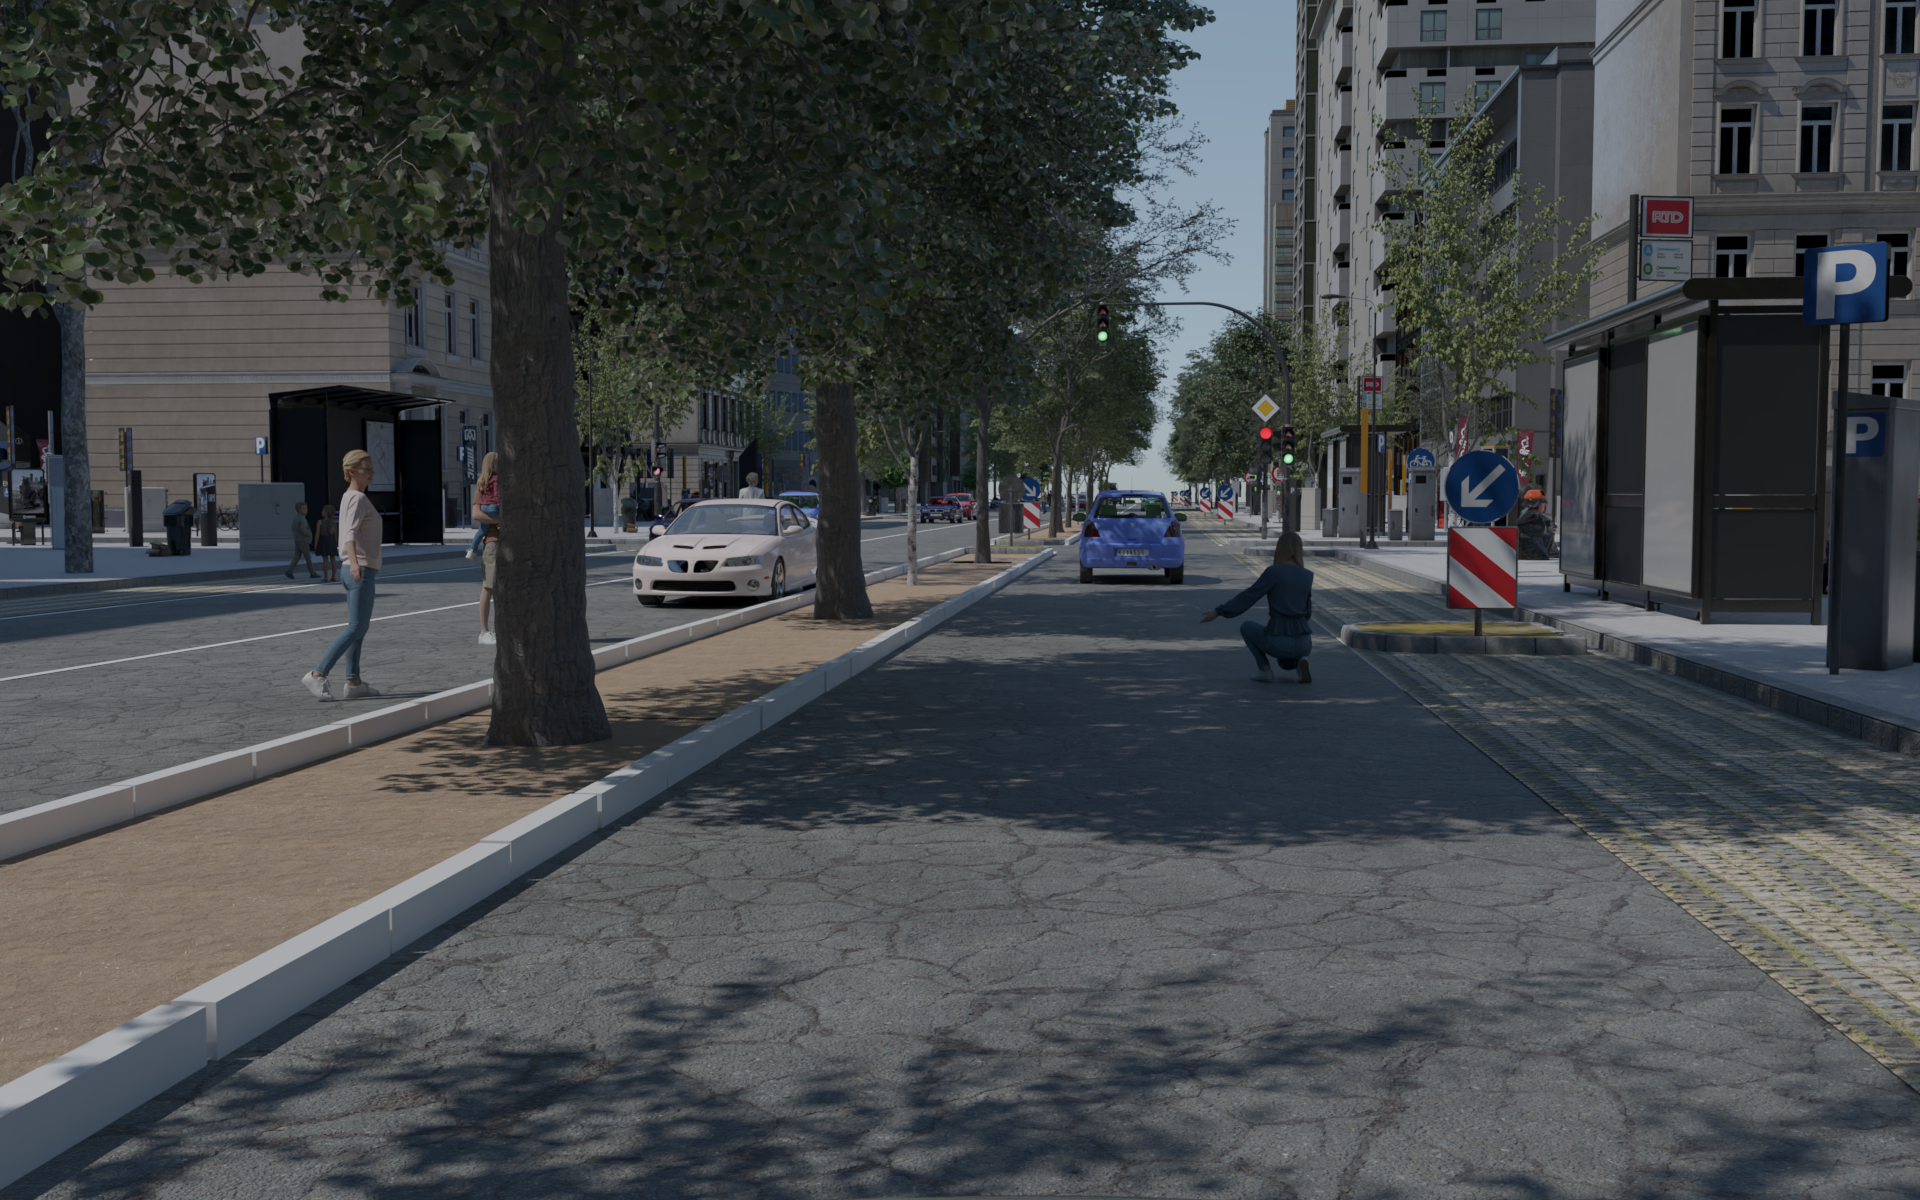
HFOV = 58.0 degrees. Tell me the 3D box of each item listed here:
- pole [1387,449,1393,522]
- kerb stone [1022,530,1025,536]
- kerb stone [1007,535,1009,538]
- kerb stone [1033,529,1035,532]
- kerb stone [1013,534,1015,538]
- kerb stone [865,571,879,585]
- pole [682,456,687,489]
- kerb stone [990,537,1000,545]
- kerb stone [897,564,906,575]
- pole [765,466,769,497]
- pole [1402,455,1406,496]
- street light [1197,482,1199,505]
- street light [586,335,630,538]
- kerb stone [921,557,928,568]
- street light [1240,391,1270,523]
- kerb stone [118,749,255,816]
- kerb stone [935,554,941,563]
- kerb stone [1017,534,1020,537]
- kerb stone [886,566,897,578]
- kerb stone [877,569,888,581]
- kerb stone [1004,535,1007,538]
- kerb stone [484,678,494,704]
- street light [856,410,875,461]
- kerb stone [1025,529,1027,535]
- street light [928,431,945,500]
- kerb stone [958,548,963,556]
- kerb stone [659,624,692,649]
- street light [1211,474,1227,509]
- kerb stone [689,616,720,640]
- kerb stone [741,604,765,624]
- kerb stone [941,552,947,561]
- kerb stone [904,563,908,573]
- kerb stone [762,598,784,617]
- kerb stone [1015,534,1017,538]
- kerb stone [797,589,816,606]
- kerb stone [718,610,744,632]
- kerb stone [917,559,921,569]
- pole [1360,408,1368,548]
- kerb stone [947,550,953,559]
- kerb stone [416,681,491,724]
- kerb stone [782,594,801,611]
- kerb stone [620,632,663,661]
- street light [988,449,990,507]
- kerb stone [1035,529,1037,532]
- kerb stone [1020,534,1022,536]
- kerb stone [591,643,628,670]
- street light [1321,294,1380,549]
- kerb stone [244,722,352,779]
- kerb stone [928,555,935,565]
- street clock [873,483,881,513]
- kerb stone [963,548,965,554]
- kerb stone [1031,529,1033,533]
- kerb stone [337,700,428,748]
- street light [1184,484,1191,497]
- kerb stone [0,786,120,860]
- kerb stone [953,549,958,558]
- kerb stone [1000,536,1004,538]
[{"bbox_3d":[19.474,-5.173,78.423,0.158,3.312,0.155,0,3,0],"label":"pole"},{"bbox_3d":[2.007,-2.223,58.659,0.120,0.150,1.000,0,4,6],"label":"kerb stone"},{"bbox_3d":[1.323,-1.856,52.546,0.120,0.150,1.000,0,4,6],"label":"kerb stone"},{"bbox_3d":[2.574,-2.540,63.742,0.120,0.150,1.000,0,4,6],"label":"kerb stone"},{"bbox_3d":[1.556,-1.980,54.584,0.120,0.150,1.000,0,4,6],"label":"kerb stone"},{"bbox_3d":[-1.471,-0.322,27.498,0.120,0.150,1.000,0,4,6],"label":"kerb stone"},{"bbox_3d":[-14.935,-6.121,93.916,0.158,3.312,0.155,0,3,0],"label":"pole"},{"bbox_3d":[0.974,-1.670,49.493,0.120,0.150,1.000,0,4,6],"label":"kerb stone"},{"bbox_3d":[-1.133,-0.510,30.564,0.120,0.150,1.000,0,4,6],"label":"kerb stone"},{"bbox_3d":[-12.232,-7.084,109.668,0.158,3.312,0.155,0,3,0],"label":"pole"},{"bbox_3d":[23.090,-5.886,90.086,0.158,3.312,0.155,0,3,0],"label":"pole"},{"bbox_3d":[21.850,-11.095,153.942,1.470,5.913,1.316,0,4,6],"label":"street light"},{"bbox_3d":[-10.291,-4.784,50.757,1.470,5.913,1.316,0,4,6],"label":"street light"},{"bbox_3d":[-0.790,-0.699,33.627,0.120,0.150,1.000,0,4,6],"label":"kerb stone"},{"bbox_3d":[13.308,-6.460,78.165,1.470,5.913,1.316,0,4,6],"label":"street light"},{"bbox_3d":[-3.637,0.860,8.132,0.120,0.150,1.000,0,4,6],"label":"kerb stone"},{"bbox_3d":[-0.560,-0.824,35.668,0.120,0.150,1.000,0,4,6],"label":"kerb stone"},{"bbox_3d":[1.780,-2.106,56.626,0.120,0.150,1.000,0,4,6],"label":"kerb stone"},{"bbox_3d":[-1.243,-0.449,29.530,0.120,0.150,1.000,0,4,6],"label":"kerb stone"},{"bbox_3d":[-1.367,-0.384,28.515,0.120,0.150,1.000,0,4,6],"label":"kerb stone"},{"bbox_3d":[1.209,-1.794,51.531,0.120,0.150,1.000,0,4,6],"label":"kerb stone"},{"bbox_3d":[-3.180,0.610,12.218,0.120,0.150,1.000,0,4,6],"label":"kerb stone"},{"bbox_3d":[-5.184,-7.564,96.212,1.470,5.913,1.316,0,4,6],"label":"street light"},{"bbox_3d":[2.127,-2.291,59.674,0.120,0.150,1.000,0,4,6],"label":"kerb stone"},{"bbox_3d":[-1.763,-9.478,127.505,1.470,5.913,1.316,0,4,6],"label":"street light"},{"bbox_3d":[-0.096,-1.074,39.752,0.120,0.150,1.000,0,4,6],"label":"kerb stone"},{"bbox_3d":[-2.734,0.362,16.291,0.120,0.150,1.000,0,4,6],"label":"kerb stone"},{"bbox_3d":[18.441,-9.221,123.298,1.470,5.913,1.316,0,4,6],"label":"street light"},{"bbox_3d":[-2.609,0.299,17.312,0.120,0.150,1.000,0,4,6],"label":"kerb stone"},{"bbox_3d":[-2.373,0.177,19.343,0.120,0.150,1.000,0,4,6],"label":"kerb stone"},{"bbox_3d":[-0.442,-0.885,36.688,0.120,0.150,1.000,0,4,6],"label":"kerb stone"},{"bbox_3d":[-1.012,-0.574,31.579,0.120,0.150,1.000,0,4,6],"label":"kerb stone"},{"bbox_3d":[-2.264,0.116,20.360,0.120,0.150,1.000,0,4,6],"label":"kerb stone"},{"bbox_3d":[1.662,-2.043,55.600,0.120,0.150,1.000,0,4,6],"label":"kerb stone"},{"bbox_3d":[-2.034,-0.012,22.391,0.120,0.150,1.000,0,4,6],"label":"kerb stone"},{"bbox_3d":[-2.490,0.243,18.328,0.120,0.150,1.000,0,4,6],"label":"kerb stone"},{"bbox_3d":[-0.903,-0.635,32.611,0.120,0.150,1.000,0,4,6],"label":"kerb stone"},{"bbox_3d":[9.597,-2.893,41.137,0.158,3.312,0.155,0,3,0],"label":"pole"},{"bbox_3d":[-0.331,-0.943,37.705,0.120,0.150,1.000,0,4,6],"label":"kerb stone"},{"bbox_3d":[-3.295,0.673,11.200,0.120,0.150,1.000,0,4,6],"label":"kerb stone"},{"bbox_3d":[-2.150,0.058,21.376,0.120,0.150,1.000,0,4,6],"label":"kerb stone"},{"bbox_3d":[-2.839,0.423,15.274,0.120,0.150,1.000,0,4,6],"label":"kerb stone"},{"bbox_3d":[3.357,-12.283,173.362,1.470,5.913,1.316,0,4,6],"label":"street light"},{"bbox_3d":[2.685,-2.603,64.762,0.120,0.150,1.000,0,4,6],"label":"kerb stone"},{"bbox_3d":[1.895,-2.162,57.642,0.120,0.150,1.000,0,4,6],"label":"kerb stone"},{"bbox_3d":[-2.961,0.490,14.251,0.120,0.150,1.000,0,4,6],"label":"kerb stone"},{"bbox_3d":[9.064,-4.141,40.246,1.470,5.913,1.316,0,4,6],"label":"street light"},{"bbox_3d":[-3.516,0.801,9.147,0.120,0.150,1.000,0,4,6],"label":"kerb stone"},{"bbox_3d":[-0.670,-0.762,34.652,0.120,0.150,1.000,0,4,6],"label":"kerb stone"},{"bbox_3d":[-5.409,-6.645,113.220,0.471,2.002,0.358,3,5,41],"label":"street clock"},{"bbox_3d":[0.012,-1.136,40.769,0.120,0.150,1.000,0,4,6],"label":"kerb stone"},{"bbox_3d":[2.461,-2.479,62.723,0.120,0.150,1.000,0,4,6],"label":"kerb stone"},{"bbox_3d":[-3.405,0.735,10.173,0.120,0.150,1.000,0,4,6],"label":"kerb stone"},{"bbox_3d":[26.910,-13.874,199.387,1.470,5.913,1.316,0,4,6],"label":"street light"},{"bbox_3d":[-3.744,0.922,7.115,0.120,0.150,1.000,0,4,6],"label":"kerb stone"},{"bbox_3d":[-0.213,-1.012,38.736,0.120,0.150,1.000,0,4,6],"label":"kerb stone"},{"bbox_3d":[1.094,-1.729,50.514,0.120,0.150,1.000,0,4,6],"label":"kerb stone"}]
